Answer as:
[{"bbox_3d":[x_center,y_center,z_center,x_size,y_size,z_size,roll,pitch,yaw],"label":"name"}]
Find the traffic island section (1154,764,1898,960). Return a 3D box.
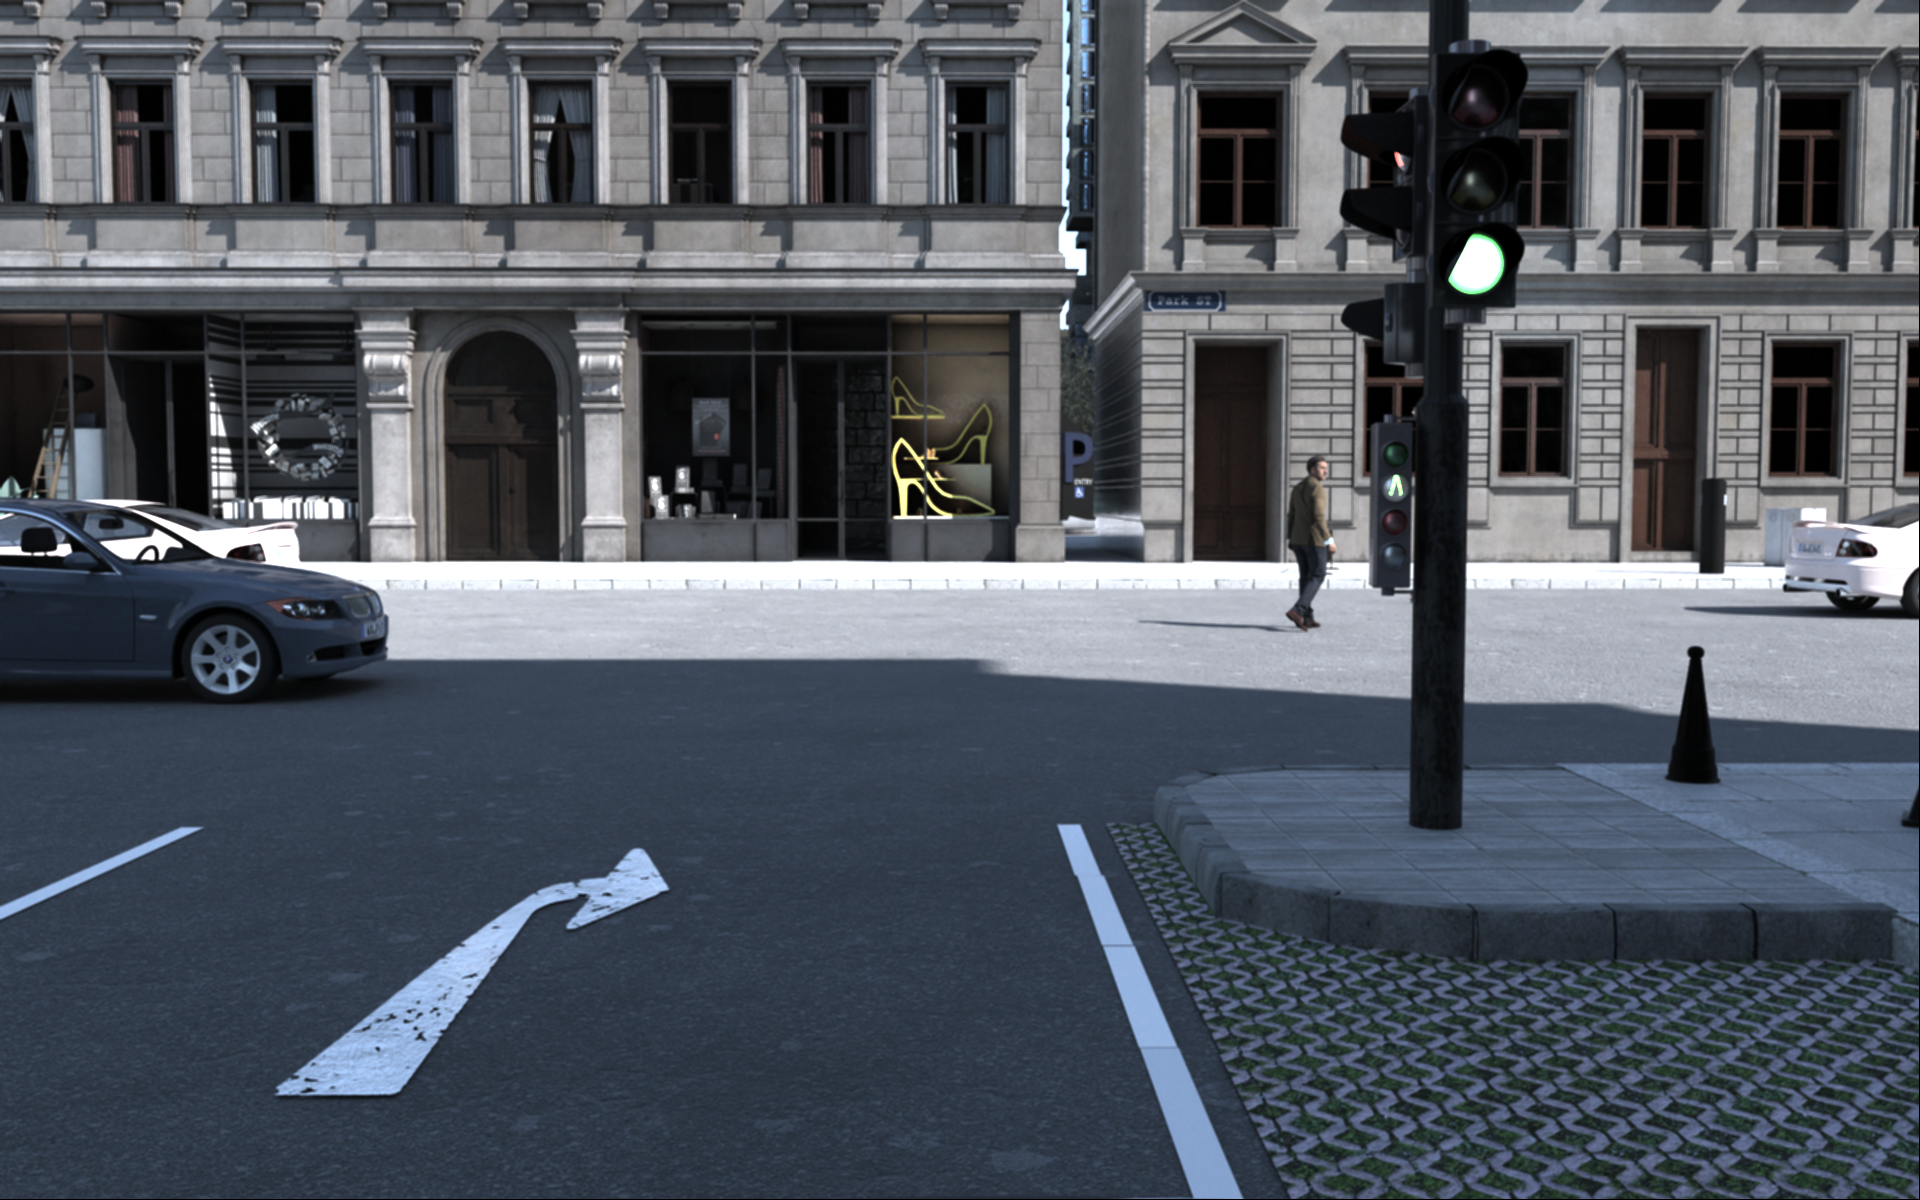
[{"bbox_3d":[1.857,0.951,6.734,2.009,0.180,2.903,0,4,-1],"label":"traffic island section"}]

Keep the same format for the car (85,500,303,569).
[{"bbox_3d":[-9.704,-0.398,18.868,4.827,1.381,2.083,0,4,-2],"label":"car"}]

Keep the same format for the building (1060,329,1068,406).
[{"bbox_3d":[24.505,-21.969,204.235,28.899,21.520,27.650,0,4,-1],"label":"building"}]

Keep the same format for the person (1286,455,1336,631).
[{"bbox_3d":[3.698,-0.603,18.274,0.656,1.842,0.836,2,4,35],"label":"person"}]

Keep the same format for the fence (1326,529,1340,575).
[{"bbox_3d":[6.073,-0.807,28.572,0.278,0.683,2.069,1,4,15],"label":"fence"}]

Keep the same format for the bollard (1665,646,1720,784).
[{"bbox_3d":[3.290,0.507,7.760,0.229,0.601,0.229,0,3,0],"label":"bollard"}]

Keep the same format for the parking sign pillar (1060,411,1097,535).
[{"bbox_3d":[3.664,-4.059,54.841,1.447,3.967,1.447,-2,4,-31],"label":"parking sign pillar"}]

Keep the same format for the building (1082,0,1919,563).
[{"bbox_3d":[13.106,-12.257,36.564,21.152,22.565,11.583,0,4,-1],"label":"building"}]

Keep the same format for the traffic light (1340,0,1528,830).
[{"bbox_3d":[-0.274,-1.944,6.457,4.771,5.953,1.251,0,4,-1],"label":"traffic light"}]

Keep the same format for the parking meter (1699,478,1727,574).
[{"bbox_3d":[12.159,-1.196,27.968,0.372,1.533,0.369,0,3,0],"label":"parking meter"}]

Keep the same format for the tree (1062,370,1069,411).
[{"bbox_3d":[3.315,-10.046,98.664,7.601,10.594,8.767,0,4,-6],"label":"tree"}]

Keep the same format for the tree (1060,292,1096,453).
[{"bbox_3d":[5.440,-6.724,60.299,4.360,8.622,3.978,0,3,0],"label":"tree"}]

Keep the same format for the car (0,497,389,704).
[{"bbox_3d":[-6.495,-0.037,12.609,4.499,1.417,2.014,0,4,0],"label":"car"}]

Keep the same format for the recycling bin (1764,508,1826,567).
[{"bbox_3d":[14.775,-1.107,30.654,0.722,1.027,0.722,-2,4,-29],"label":"recycling bin"}]

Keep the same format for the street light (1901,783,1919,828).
[{"bbox_3d":[3.283,-2.080,6.556,1.470,5.913,1.316,0,4,-1],"label":"street light"}]

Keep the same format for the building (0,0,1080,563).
[{"bbox_3d":[-17.924,-11.314,35.898,40.483,20.767,10.553,0,4,-1],"label":"building"}]

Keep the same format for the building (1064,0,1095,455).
[{"bbox_3d":[17.656,-50.857,144.182,22.319,86.520,31.000,0,4,-1],"label":"building"}]

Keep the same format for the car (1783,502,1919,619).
[{"bbox_3d":[12.437,-0.510,20.700,4.827,1.381,2.083,0,4,-2],"label":"car"}]
